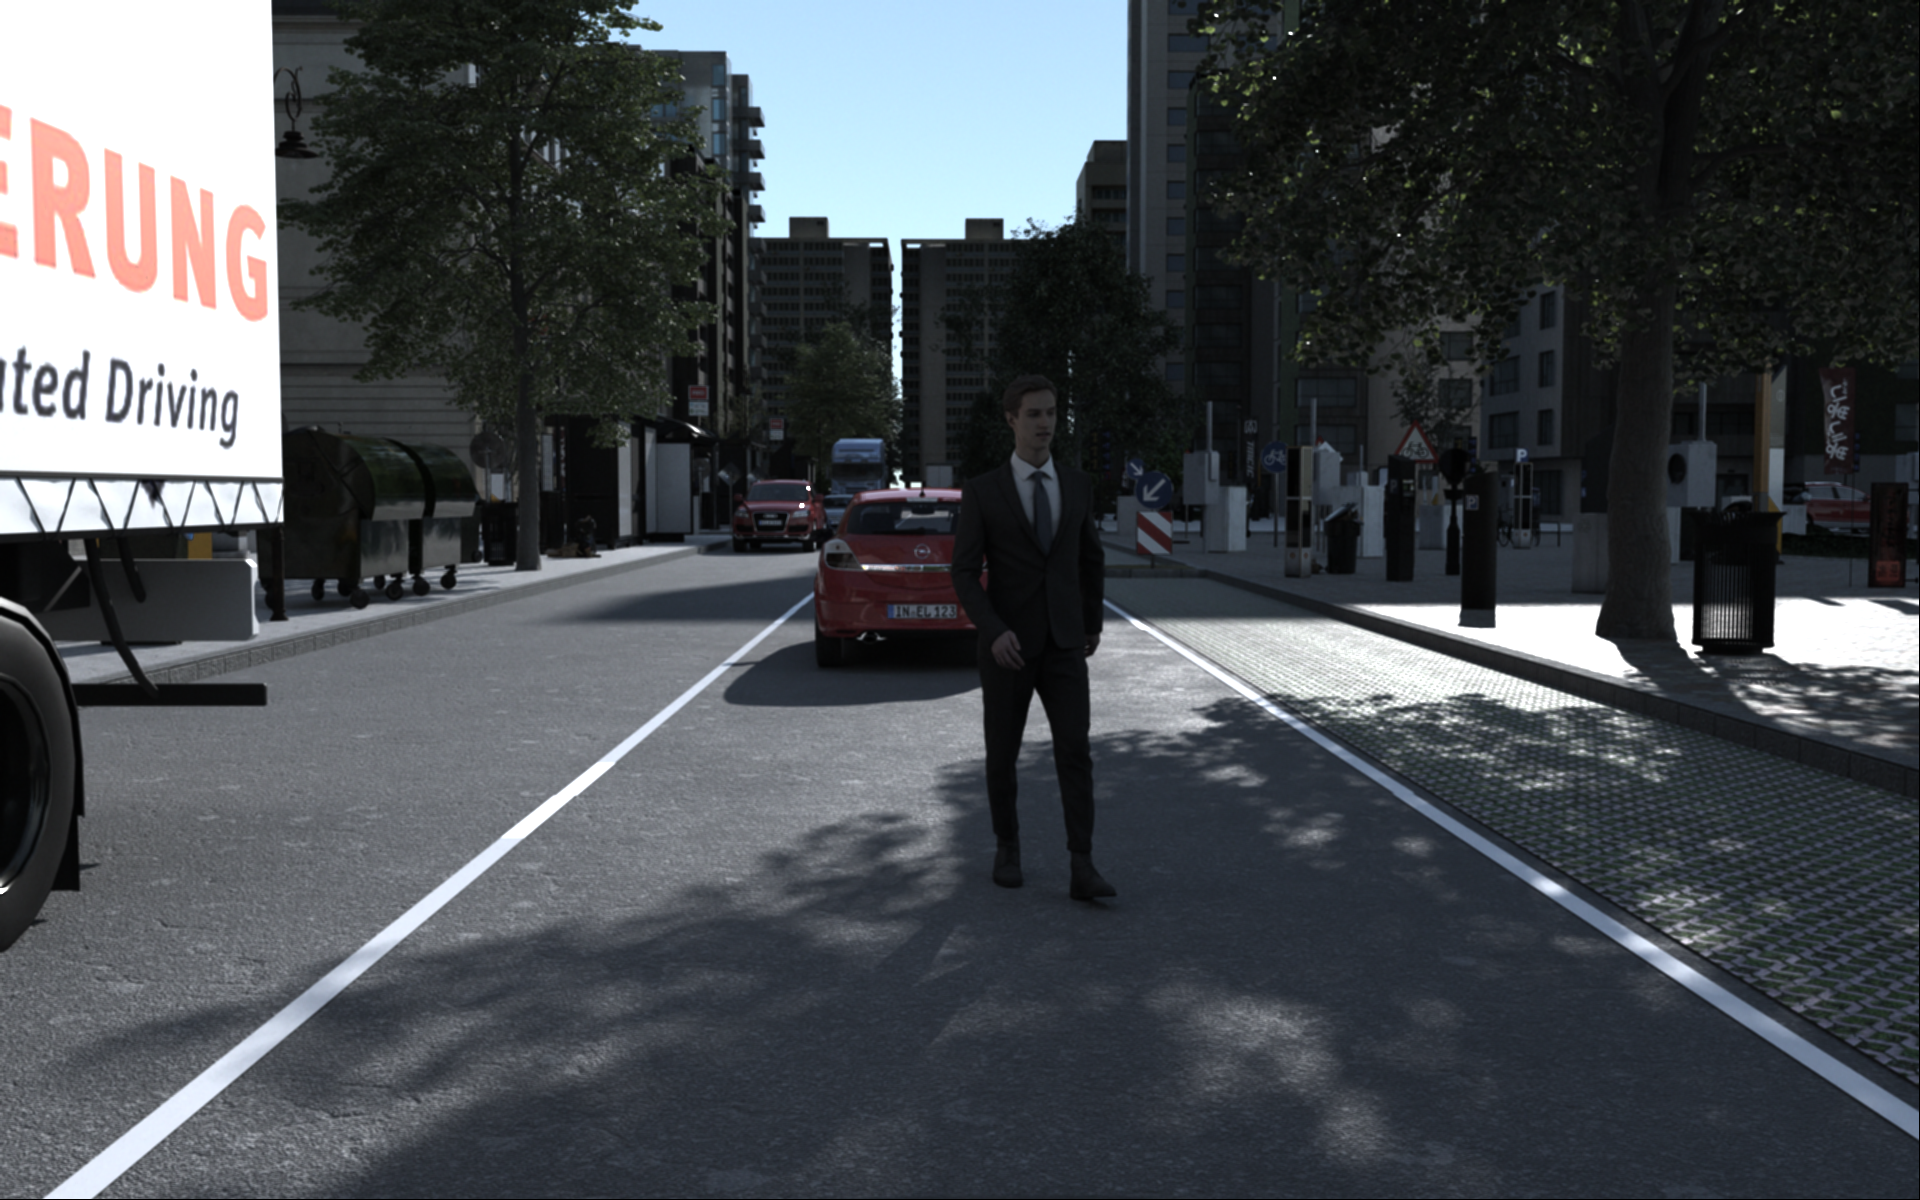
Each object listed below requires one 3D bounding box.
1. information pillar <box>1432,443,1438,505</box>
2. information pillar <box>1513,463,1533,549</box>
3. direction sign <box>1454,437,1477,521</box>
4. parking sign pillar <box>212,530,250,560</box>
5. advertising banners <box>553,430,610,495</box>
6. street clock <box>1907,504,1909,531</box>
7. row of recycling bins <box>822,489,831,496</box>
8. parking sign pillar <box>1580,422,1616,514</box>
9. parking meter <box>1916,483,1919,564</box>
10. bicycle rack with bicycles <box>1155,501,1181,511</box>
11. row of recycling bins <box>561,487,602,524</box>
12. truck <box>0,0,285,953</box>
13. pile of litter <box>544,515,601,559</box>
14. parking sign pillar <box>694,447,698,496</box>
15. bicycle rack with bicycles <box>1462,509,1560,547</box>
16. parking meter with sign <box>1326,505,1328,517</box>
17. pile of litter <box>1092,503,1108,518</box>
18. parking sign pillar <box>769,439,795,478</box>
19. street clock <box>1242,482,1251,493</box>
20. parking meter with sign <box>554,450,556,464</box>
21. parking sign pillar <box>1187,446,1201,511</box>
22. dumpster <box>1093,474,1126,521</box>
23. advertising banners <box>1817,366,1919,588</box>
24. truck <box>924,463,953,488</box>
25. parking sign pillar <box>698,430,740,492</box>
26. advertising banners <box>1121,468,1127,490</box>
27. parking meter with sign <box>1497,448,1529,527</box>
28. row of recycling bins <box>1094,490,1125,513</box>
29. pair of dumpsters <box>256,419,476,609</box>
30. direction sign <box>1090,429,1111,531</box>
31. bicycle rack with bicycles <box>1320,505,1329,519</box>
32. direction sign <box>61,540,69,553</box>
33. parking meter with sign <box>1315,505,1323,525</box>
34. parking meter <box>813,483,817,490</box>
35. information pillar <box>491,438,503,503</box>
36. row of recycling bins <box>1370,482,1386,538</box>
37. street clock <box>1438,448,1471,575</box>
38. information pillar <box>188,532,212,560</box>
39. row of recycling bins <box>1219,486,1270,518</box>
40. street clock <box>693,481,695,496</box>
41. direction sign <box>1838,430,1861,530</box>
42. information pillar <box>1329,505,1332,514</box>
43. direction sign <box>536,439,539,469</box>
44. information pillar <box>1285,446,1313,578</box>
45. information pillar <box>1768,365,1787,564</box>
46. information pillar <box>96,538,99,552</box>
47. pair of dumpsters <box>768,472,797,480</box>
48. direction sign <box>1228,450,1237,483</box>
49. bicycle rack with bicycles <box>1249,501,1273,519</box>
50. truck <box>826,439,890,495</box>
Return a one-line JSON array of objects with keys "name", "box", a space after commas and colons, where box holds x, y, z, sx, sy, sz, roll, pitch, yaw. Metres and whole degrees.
[{"name": "information pillar", "box": [21.873, -5.406, 79.736, 0.183, 3.616, 0.504, 0, 4, -6]}, {"name": "information pillar", "box": [13.173, -2.206, 40.555, 0.304, 2.012, 0.304, -1, 4, -14]}, {"name": "direction sign", "box": [19.943, -4.677, 68.464, 0.876, 3.537, 0.379, 1, 4, 8]}, {"name": "parking sign pillar", "box": [-14.544, -2.751, 33.454, 1.447, 3.967, 1.447, 0, 4, -1]}, {"name": "advertising banners", "box": [-10.104, -3.096, 46.807, 2.074, 3.025, 0.090, 1, 4, 21]}, {"name": "street clock", "box": [33.161, -3.425, 60.567, 0.471, 2.002, 0.358, -1, 4, -15]}, {"name": "row of recycling bins", "box": [-9.446, -6.807, 118.409, 3.534, 1.692, 1.069, 3, 5, 45]}, {"name": "parking sign pillar", "box": [22.893, -4.489, 61.869, 1.447, 3.967, 1.447, -1, 4, -9]}, {"name": "parking meter", "box": [17.660, -1.415, 31.553, 0.372, 1.533, 0.369, 0, 3, 0]}, {"name": "bicycle rack with bicycles", "box": [12.779, -5.493, 103.187, 2.925, 0.926, 2.852, 0, 4, 5]}, {"name": "row of recycling bins", "box": [-16.793, -4.201, 75.798, 3.534, 1.692, 1.069, -1, 4, -21]}, {"name": "truck", "box": [-4.076, -0.796, 1.936, 2.839, 4.237, 11.283, 0, 4, -1]}, {"name": "pile of litter", "box": [-7.858, -1.299, 35.198, 1.176, 0.858, 1.719, 0, 4, -3]}, {"name": "parking sign pillar", "box": [-14.477, -6.747, 98.782, 1.447, 3.967, 1.447, 0, 4, -7]}, {"name": "bicycle rack with bicycles", "box": [13.540, -1.802, 42.844, 2.852, 0.926, 2.925, 0, 4, -2]}, {"name": "parking meter with sign", "box": [19.053, -5.795, 91.008, 0.543, 3.016, 1.738, 0, 4, -4]}, {"name": "pile of litter", "box": [7.454, -4.915, 94.329, 1.176, 0.858, 1.719, 0, 4, 4]}, {"name": "parking sign pillar", "box": [-8.806, -5.952, 85.793, 1.447, 3.967, 1.447, 2, 4, 34]}, {"name": "street clock", "box": [13.382, -4.666, 80.857, 0.358, 2.002, 0.471, -1, 4, -18]}, {"name": "parking meter with sign", "box": [-16.623, -4.420, 68.520, 0.543, 3.016, 1.738, -3, 5, -42]}, {"name": "parking sign pillar", "box": [12.458, -6.288, 91.288, 1.447, 3.967, 1.447, -1, 4, -11]}, {"name": "dumpster", "box": [7.155, -4.959, 83.578, 1.502, 2.255, 1.985, 0, 4, -1]}, {"name": "advertising banners", "box": [12.736, -1.680, 23.656, 2.074, 3.025, 0.090, 0, 4, 4]}, {"name": "truck", "box": [-1.991, -10.621, 162.574, 2.839, 4.237, 11.283, 0, 4, -1]}, {"name": "parking sign pillar", "box": [-9.920, -5.156, 72.771, 1.447, 3.967, 1.447, -2, 4, -35]}, {"name": "advertising banners", "box": [10.094, -7.207, 114.029, 2.074, 3.025, 0.090, -1, 4, -10]}, {"name": "parking meter with sign", "box": [21.238, -4.319, 66.873, 0.543, 3.016, 1.738, -1, 4, -11]}, {"name": "row of recycling bins", "box": [9.613, -6.684, 116.396, 3.534, 1.692, 1.069, -2, 4, -31]}, {"name": "pair of dumpsters", "box": [-7.260, -1.146, 21.228, 1.574, 2.255, 4.437, 0, 4, -1]}, {"name": "direction sign", "box": [4.879, -4.178, 60.312, 0.876, 3.537, 0.379, 3, 5, 41]}, {"name": "bicycle rack with bicycles", "box": [17.936, -4.461, 86.321, 2.925, 0.926, 2.852, -3, 5, -43]}, {"name": "direction sign", "box": [-9.674, -1.630, 18.655, 0.876, 3.537, 0.379, -1, 4, -11]}, {"name": "parking meter with sign", "box": [14.627, -4.678, 72.738, 0.543, 3.016, 1.738, -1, 4, -11]}, {"name": "parking meter", "box": [-7.673, -5.206, 90.834, 0.255, 1.863, 0.399, 1, 4, 19]}, {"name": "information pillar", "box": [-18.894, -4.855, 70.733, 0.504, 3.616, 0.183, 0, 4, -5]}, {"name": "row of recycling bins", "box": [12.846, -2.772, 52.439, 1.069, 1.692, 3.534, 1, 4, 12]}, {"name": "street clock", "box": [7.807, -1.395, 27.384, 0.471, 2.002, 0.358, 0, 4, 3]}, {"name": "information pillar", "box": [-7.500, -1.557, 16.806, 0.183, 3.616, 0.504, 2, 4, 28]}, {"name": "row of recycling bins", "box": [15.065, -5.285, 93.524, 3.534, 1.692, 1.069, -1, 4, -22]}, {"name": "street clock", "box": [-14.711, -5.576, 95.733, 0.358, 2.002, 0.471, -1, 4, -17]}, {"name": "direction sign", "box": [31.539, -4.262, 61.684, 0.876, 3.537, 0.379, 1, 4, 13]}, {"name": "information pillar", "box": [14.378, -3.799, 66.598, 0.304, 2.012, 0.304, 1, 4, 19]}, {"name": "direction sign", "box": [-17.644, -4.905, 72.197, 0.379, 3.537, 0.876, -1, 4, -22]}, {"name": "information pillar", "box": [5.220, -1.358, 26.694, 0.304, 2.012, 0.304, -3, 5, -43]}, {"name": "information pillar", "box": [14.805, -2.455, 31.501, 0.504, 3.616, 0.183, -2, 4, -29]}, {"name": "information pillar", "box": [-17.218, -2.653, 34.730, 0.183, 3.616, 0.504, 2, 4, 24]}, {"name": "pair of dumpsters", "box": [-7.820, -4.517, 76.340, 1.574, 2.255, 4.437, 0, 4, -1]}, {"name": "direction sign", "box": [14.214, -6.003, 90.149, 0.876, 3.537, 0.379, -3, 5, -43]}, {"name": "bicycle rack with bicycles", "box": [14.672, -4.586, 88.366, 2.925, 0.926, 2.852, -1, 4, -21]}, {"name": "truck", "box": [-4.714, -6.133, 90.031, 2.967, 4.110, 18.799, 0, 4, 1]}]
